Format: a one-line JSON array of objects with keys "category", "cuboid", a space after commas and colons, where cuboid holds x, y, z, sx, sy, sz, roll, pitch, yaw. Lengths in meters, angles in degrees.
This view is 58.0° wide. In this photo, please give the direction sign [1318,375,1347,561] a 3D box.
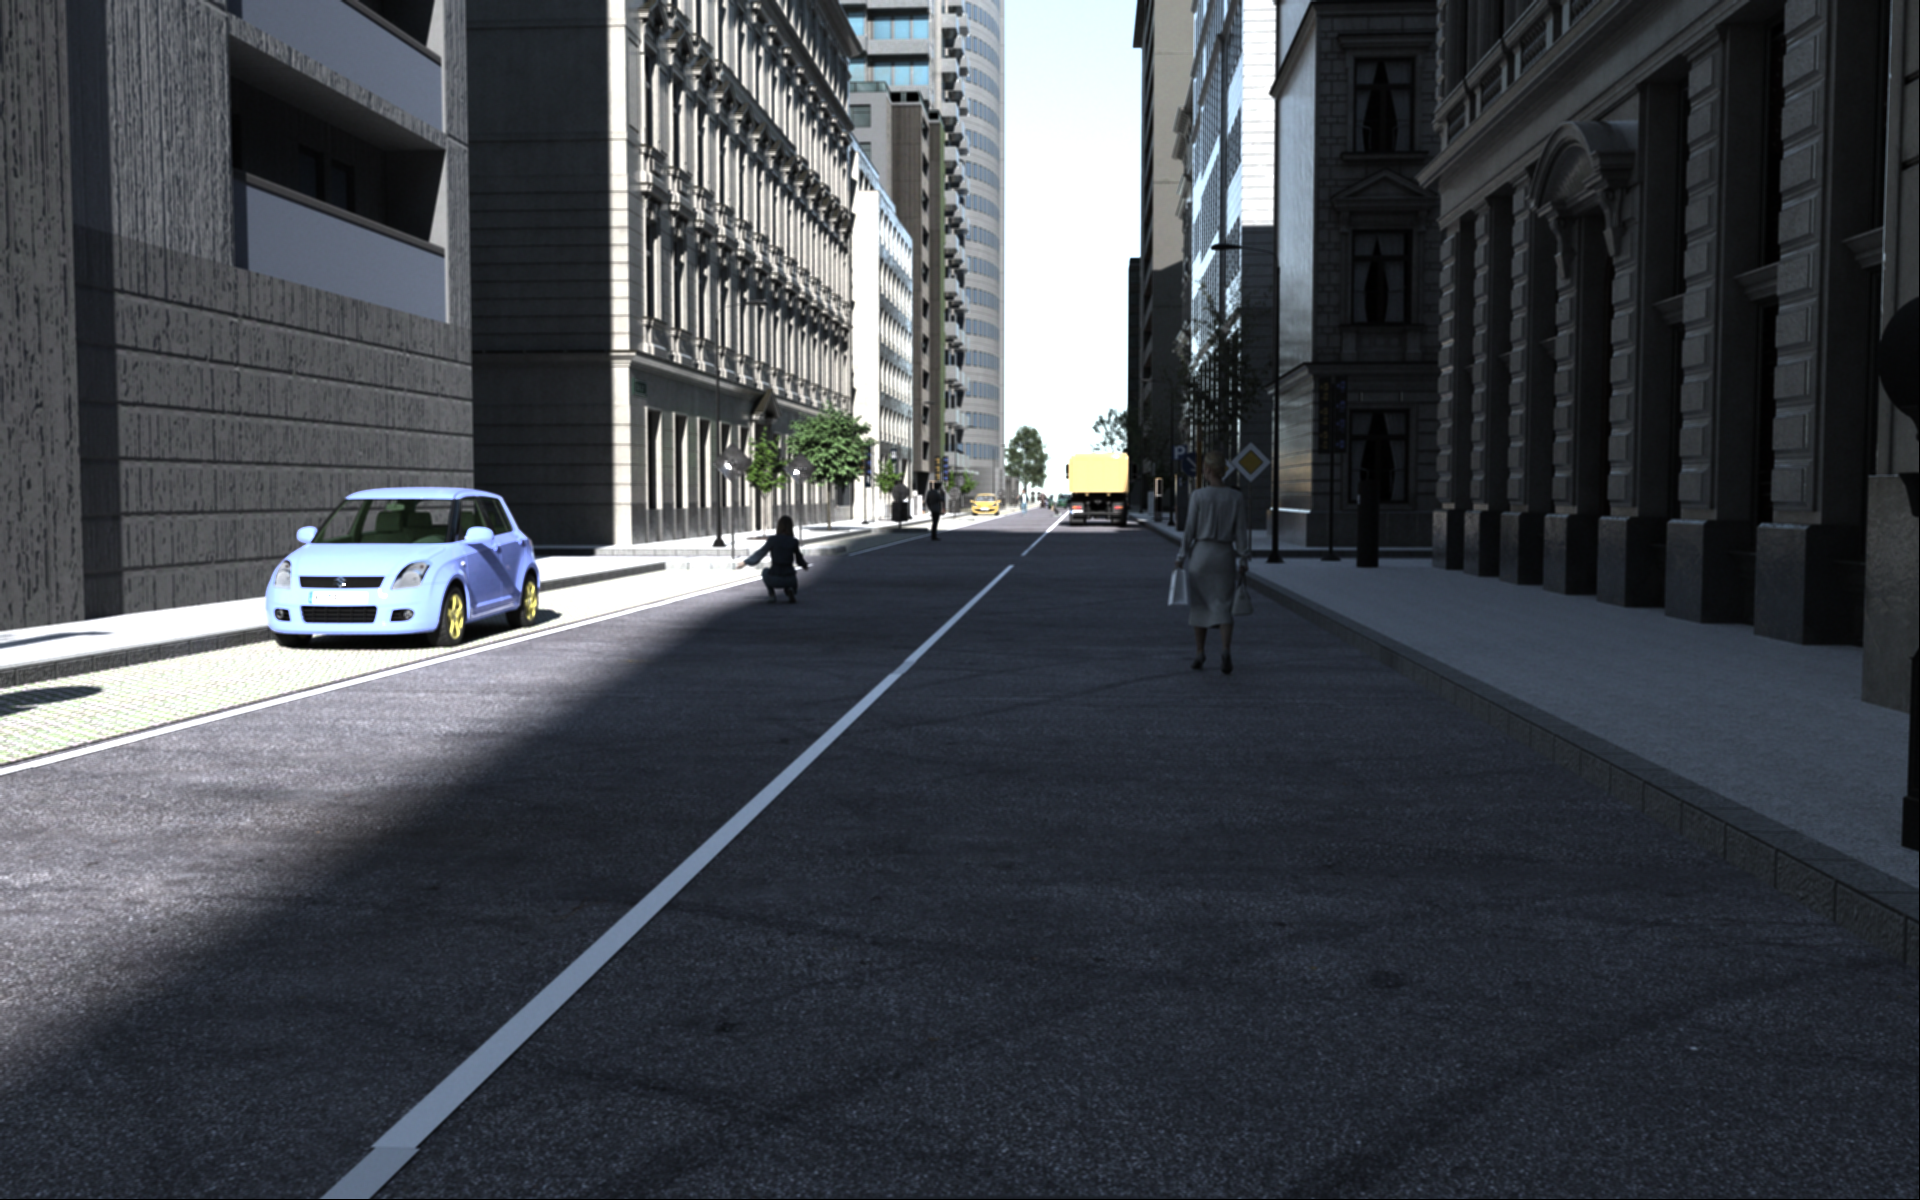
[{"category": "direction sign", "cuboid": [7.155, -2.527, 33.318, 0.379, 3.537, 0.876, -2, 4, -23]}]

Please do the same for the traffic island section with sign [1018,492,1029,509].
[{"category": "traffic island section with sign", "cuboid": [5.460, -9.777, 168.482, 1.989, 1.847, 2.006, 0, 4, 4]}]

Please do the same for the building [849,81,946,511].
[{"category": "building", "cuboid": [-8.606, -21.617, 125.143, 14.160, 30.474, 14.107, 0, 4, 4]}]

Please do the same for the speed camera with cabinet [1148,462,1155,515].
[{"category": "speed camera with cabinet", "cuboid": [12.075, -6.894, 107.049, 0.660, 3.252, 2.038, 1, 4, 16]}]

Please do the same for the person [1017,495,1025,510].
[{"category": "person", "cuboid": [5.680, -9.023, 156.731, 1.217, 1.736, 0.721, 0, 4, -1]}]

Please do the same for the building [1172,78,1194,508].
[{"category": "building", "cuboid": [19.977, -19.288, 102.752, 14.401, 28.519, 23.554, 0, 4, 4]}]

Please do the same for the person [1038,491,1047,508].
[{"category": "person", "cuboid": [8.409, -10.203, 175.867, 0.990, 1.755, 0.434, 1, 4, 23]}]

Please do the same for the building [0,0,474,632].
[{"category": "building", "cuboid": [-22.400, -29.464, 23.740, 28.212, 58.520, 21.231, 0, 4, 4]}]

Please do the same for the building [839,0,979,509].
[{"category": "building", "cuboid": [-10.791, -32.283, 147.435, 23.786, 49.044, 30.456, 0, 4, 4]}]

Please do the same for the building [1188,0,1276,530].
[{"category": "building", "cuboid": [16.475, -18.239, 75.701, 11.434, 29.767, 29.804, 0, 4, 4]}]

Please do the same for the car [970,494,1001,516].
[{"category": "car", "cuboid": [1.722, -6.409, 115.008, 2.015, 1.641, 3.980, 0, 4, 3]}]

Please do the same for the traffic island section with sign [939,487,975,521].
[{"category": "traffic island section with sign", "cuboid": [-0.226, -5.056, 91.296, 1.989, 1.847, 2.006, 0, 4, 4]}]

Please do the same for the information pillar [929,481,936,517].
[{"category": "information pillar", "cuboid": [-1.544, -5.715, 97.929, 0.304, 2.012, 0.304, 3, 4, 37]}]

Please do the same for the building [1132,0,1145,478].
[{"category": "building", "cuboid": [32.050, -35.827, 175.002, 28.713, 52.752, 27.495, 0, 4, 4]}]

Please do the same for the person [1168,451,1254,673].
[{"category": "person", "cuboid": [2.014, -0.311, 13.933, 0.694, 1.780, 0.624, 1, 4, 11]}]

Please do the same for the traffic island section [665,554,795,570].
[{"category": "traffic island section", "cuboid": [-4.455, -0.707, 33.844, 2.009, 0.180, 2.903, 0, 4, 4]}]

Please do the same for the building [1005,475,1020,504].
[{"category": "building", "cuboid": [-1.533, -50.018, 256.040, 20.563, 71.187, 20.611, 0, 4, 4]}]

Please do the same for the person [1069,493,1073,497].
[{"category": "person", "cuboid": [13.377, -11.964, 204.066, 1.348, 1.831, 0.705, 1, 4, 22]}]

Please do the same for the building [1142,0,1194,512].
[{"category": "building", "cuboid": [25.431, -31.304, 135.516, 21.300, 48.544, 21.600, 0, 4, 4]}]

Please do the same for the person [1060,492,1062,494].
[{"category": "person", "cuboid": [14.400, -14.592, 247.167, 1.348, 1.812, 0.705, -2, 4, -31]}]

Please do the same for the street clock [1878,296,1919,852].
[{"category": "street clock", "cuboid": [3.531, -0.098, 6.165, 0.471, 2.002, 0.358, 0, 4, -7]}]

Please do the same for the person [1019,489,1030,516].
[{"category": "person", "cuboid": [4.202, -6.413, 113.702, 0.623, 1.781, 0.721, -1, 4, -22]}]

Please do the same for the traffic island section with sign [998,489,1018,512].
[{"category": "traffic island section with sign", "cuboid": [3.473, -8.133, 141.600, 1.989, 1.847, 2.006, 0, 4, 4]}]

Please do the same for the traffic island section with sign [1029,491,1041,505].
[{"category": "traffic island section with sign", "cuboid": [9.470, -13.112, 223.009, 1.989, 1.847, 2.006, 0, 4, 4]}]

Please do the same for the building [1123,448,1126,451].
[{"category": "building", "cuboid": [33.620, -56.249, 232.349, 22.319, 86.520, 31.000, 0, 4, 4]}]

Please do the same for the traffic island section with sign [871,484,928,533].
[{"category": "traffic island section with sign", "cuboid": [-2.208, -3.412, 64.413, 1.989, 1.847, 2.006, 0, 4, 4]}]

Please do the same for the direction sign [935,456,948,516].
[{"category": "direction sign", "cuboid": [-1.112, -6.830, 103.665, 0.876, 3.537, 0.379, -2, 4, -27]}]

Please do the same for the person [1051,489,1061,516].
[{"category": "person", "cuboid": [6.231, -6.332, 112.515, 0.515, 1.767, 0.782, -1, 4, -8]}]

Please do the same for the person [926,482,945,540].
[{"category": "person", "cuboid": [-0.754, -2.754, 53.711, 0.473, 1.802, 0.592, -2, 4, -29]}]

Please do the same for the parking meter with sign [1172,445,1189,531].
[{"category": "parking meter with sign", "cuboid": [7.724, -3.927, 60.473, 0.543, 3.016, 1.738, 0, 4, 3]}]

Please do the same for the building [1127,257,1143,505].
[{"category": "building", "cuboid": [27.464, -26.906, 211.607, 14.160, 30.474, 14.107, 0, 4, 4]}]

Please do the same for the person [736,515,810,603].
[{"category": "person", "cuboid": [-2.465, -0.549, 22.968, 1.012, 1.151, 0.738, -1, 4, -11]}]

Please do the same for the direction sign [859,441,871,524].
[{"category": "direction sign", "cuboid": [-4.034, -4.990, 73.576, 0.379, 3.537, 0.876, 2, 4, 33]}]

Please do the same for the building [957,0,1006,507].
[{"category": "building", "cuboid": [-6.544, -38.804, 176.441, 21.231, 58.520, 28.212, 0, 4, 4]}]

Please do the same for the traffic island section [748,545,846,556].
[{"category": "traffic island section", "cuboid": [-3.869, -1.194, 41.808, 2.009, 0.180, 2.903, 0, 4, 4]}]

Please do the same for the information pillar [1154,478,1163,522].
[{"category": "information pillar", "cuboid": [9.227, -4.653, 80.576, 0.304, 2.012, 0.304, -1, 4, -12]}]

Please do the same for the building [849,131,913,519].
[{"category": "building", "cuboid": [-8.629, -14.736, 95.678, 10.420, 20.320, 16.860, 0, 4, 4]}]

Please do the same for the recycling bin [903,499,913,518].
[{"category": "recycling bin", "cuboid": [-2.981, -4.940, 93.331, 0.722, 1.027, 0.722, -2, 4, -28]}]

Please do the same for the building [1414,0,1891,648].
[{"category": "building", "cuboid": [12.423, -11.707, 20.292, 11.050, 23.489, 19.941, 0, 4, 4]}]

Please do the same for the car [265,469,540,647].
[{"category": "car", "cuboid": [-5.472, -0.469, 17.260, 1.945, 1.707, 3.694, 0, 4, 3]}]

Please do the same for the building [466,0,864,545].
[{"category": "building", "cuboid": [-14.528, -17.617, 64.455, 17.030, 29.872, 44.131, 0, 4, 4]}]

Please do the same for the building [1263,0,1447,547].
[{"category": "building", "cuboid": [17.811, -11.067, 45.572, 19.286, 19.102, 10.561, 0, 4, 4]}]
